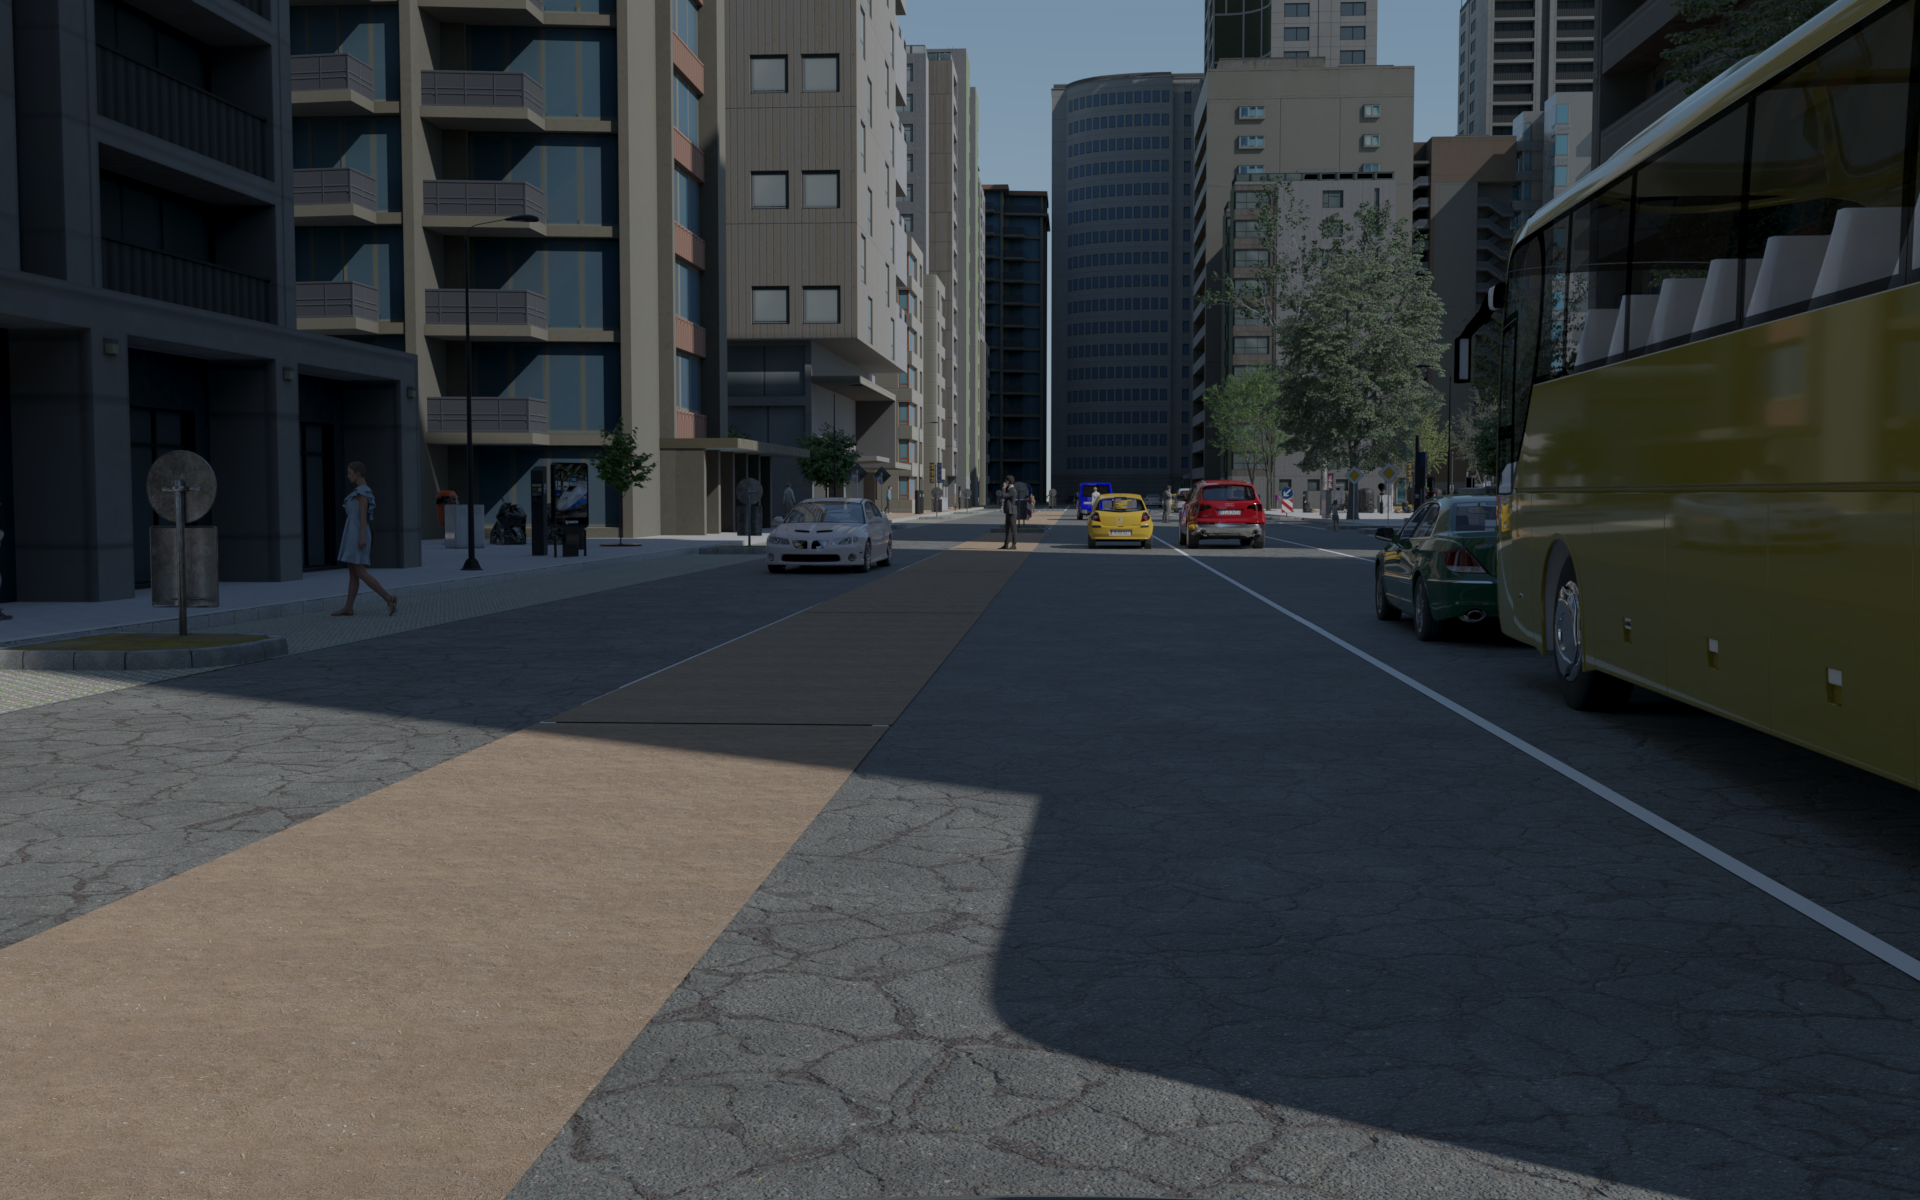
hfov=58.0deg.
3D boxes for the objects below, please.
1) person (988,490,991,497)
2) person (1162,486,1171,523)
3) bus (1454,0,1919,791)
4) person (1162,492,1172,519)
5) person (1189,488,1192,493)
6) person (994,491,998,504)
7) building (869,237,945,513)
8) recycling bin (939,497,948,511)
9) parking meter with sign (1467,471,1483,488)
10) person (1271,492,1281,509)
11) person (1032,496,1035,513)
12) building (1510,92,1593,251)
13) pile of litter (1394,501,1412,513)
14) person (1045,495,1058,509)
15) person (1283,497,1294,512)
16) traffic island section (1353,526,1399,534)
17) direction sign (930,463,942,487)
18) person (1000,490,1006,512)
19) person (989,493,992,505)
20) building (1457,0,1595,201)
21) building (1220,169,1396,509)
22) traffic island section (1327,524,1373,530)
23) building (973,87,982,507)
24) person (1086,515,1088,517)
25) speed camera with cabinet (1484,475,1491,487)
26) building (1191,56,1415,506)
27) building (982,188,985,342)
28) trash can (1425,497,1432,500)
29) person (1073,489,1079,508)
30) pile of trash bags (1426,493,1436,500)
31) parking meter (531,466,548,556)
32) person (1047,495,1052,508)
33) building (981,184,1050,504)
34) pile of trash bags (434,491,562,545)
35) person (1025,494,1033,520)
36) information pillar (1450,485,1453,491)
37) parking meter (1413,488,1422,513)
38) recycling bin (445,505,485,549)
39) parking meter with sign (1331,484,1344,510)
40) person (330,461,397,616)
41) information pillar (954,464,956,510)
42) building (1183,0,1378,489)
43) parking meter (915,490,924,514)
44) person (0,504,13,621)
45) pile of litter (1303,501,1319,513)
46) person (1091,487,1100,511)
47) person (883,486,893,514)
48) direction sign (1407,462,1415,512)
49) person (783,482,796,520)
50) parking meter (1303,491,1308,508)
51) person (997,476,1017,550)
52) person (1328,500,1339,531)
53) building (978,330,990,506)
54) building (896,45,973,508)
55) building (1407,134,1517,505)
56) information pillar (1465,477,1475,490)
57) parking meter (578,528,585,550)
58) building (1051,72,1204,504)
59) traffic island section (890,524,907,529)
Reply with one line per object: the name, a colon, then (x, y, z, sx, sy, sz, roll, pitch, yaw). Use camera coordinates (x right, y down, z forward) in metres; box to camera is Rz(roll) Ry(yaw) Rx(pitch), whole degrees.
person: (3.284, -12.294, 207.770, 1.217, 1.743, 0.721, 3, 5, 42)
person: (10.289, -4.750, 85.961, 0.447, 1.846, 0.655, -1, 4, -20)
bus: (4.921, -1.014, 8.131, 2.896, 3.916, 12.252, 0, 4, 5)
person: (11.782, -5.474, 98.226, 0.478, 1.798, 0.641, 3, 4, 38)
person: (15.066, -6.356, 112.402, 0.580, 1.828, 0.573, -1, 4, -21)
person: (4.600, -12.798, 216.120, 0.721, 1.723, 1.217, 3, 5, 40)
building: (-16.037, -17.542, 131.847, 27.650, 21.520, 28.899, 0, 4, 4)
recycling bin: (-1.390, -7.084, 128.385, 0.722, 1.027, 0.722, -2, 4, -35)
parking meter with sign: (39.613, -8.319, 132.278, 1.738, 3.016, 0.543, 0, 4, 2)
person: (26.922, -8.455, 147.504, 0.991, 1.433, 0.599, 3, 5, 41)
person: (5.593, -7.402, 133.791, 0.475, 1.303, 0.640, 1, 4, 20)
building: (80.661, -35.817, 205.210, 30.456, 49.044, 23.786, 0, 4, 4)
pile of litter: (29.358, -6.192, 115.198, 1.719, 0.858, 1.176, -2, 4, -29)
person: (8.831, -9.675, 166.631, 1.348, 1.831, 0.705, 0, 4, -4)
person: (22.619, -6.904, 119.197, 0.850, 1.792, 0.678, 3, 4, 36)
traffic island section: (15.720, -2.517, 63.439, 2.009, 0.180, 2.903, 0, 4, 4)
direction sign: (-1.746, -8.105, 124.507, 0.876, 3.537, 0.379, 0, 4, -7)
person: (3.457, -7.721, 134.834, 0.616, 1.811, 0.778, 2, 4, 35)
person: (3.612, -12.425, 212.411, 0.991, 1.433, 0.599, -3, 5, -40)
building: (79.851, -48.753, 235.370, 20.611, 71.187, 20.563, 0, 4, 4)
building: (31.445, -23.632, 158.077, 14.160, 30.474, 14.107, 0, 4, 4)
traffic island section: (16.268, -3.005, 71.405, 2.009, 0.180, 2.903, 0, 4, 4)
building: (-5.593, -29.714, 169.426, 14.154, 41.232, 14.086, 0, 4, 4)
person: (7.860, -6.188, 109.455, 0.659, 1.850, 0.755, -1, 4, -20)
speed camera with cabinet: (36.837, -7.683, 119.951, 0.660, 3.252, 2.038, 0, 4, -3)
building: (36.876, -34.603, 189.458, 21.300, 48.544, 21.600, 0, 4, 4)
building: (-4.005, -32.562, 215.983, 14.086, 41.232, 14.154, 0, 4, 4)
trash can: (21.023, -3.990, 76.893, 0.748, 1.137, 0.748, 0, 3, 0)
person: (7.817, -6.426, 113.680, 0.709, 1.813, 0.853, -1, 4, -10)
pile of trash bags: (26.155, -5.005, 91.583, 3.447, 1.369, 1.912, 3, 5, 39)
parking meter: (-8.764, -1.857, 36.075, 0.255, 1.863, 0.399, 0, 4, 2)
person: (9.572, -10.572, 182.133, 1.217, 1.735, 0.721, -3, 4, -38)
building: (-1.967, -35.944, 242.304, 28.867, 44.769, 22.147, 0, 4, 4)
pile of trash bags: (-11.706, -2.118, 44.383, 3.447, 1.369, 1.912, 0, 4, -7)
person: (3.652, -5.228, 93.890, 0.656, 1.842, 0.836, 1, 4, 16)
information pillar: (40.948, -8.565, 144.531, 0.304, 2.012, 0.304, -1, 4, -14)
parking meter: (20.574, -4.249, 77.889, 0.372, 1.533, 0.369, 0, 3, 0)
recycling bin: (-11.724, -1.739, 40.986, 0.722, 1.027, 0.722, -3, 4, -37)
parking meter with sign: (29.536, -8.494, 135.140, 1.738, 3.016, 0.543, 0, 4, 7)
person: (-6.976, -0.714, 20.267, 0.778, 1.811, 0.616, 0, 4, -3)
information pillar: (-0.373, -8.883, 136.598, 0.183, 3.616, 0.504, 0, 4, 1)
building: (38.169, -47.189, 209.794, 20.563, 71.187, 20.611, 0, 4, 4)
parking meter: (-2.571, -6.432, 113.575, 0.372, 1.533, 0.369, 0, 3, 0)
person: (-9.785, -0.439, 17.507, 0.425, 1.301, 0.394, 3, 5, 40)
pile of litter: (24.014, -6.405, 118.681, 1.176, 0.858, 1.719, 2, 4, 25)
person: (7.180, -5.069, 91.600, 0.478, 1.798, 0.641, 0, 4, 8)
person: (-4.686, -6.498, 112.312, 0.620, 1.820, 0.660, -1, 4, -14)
direction sign: (31.645, -7.895, 121.082, 0.876, 3.537, 0.379, -1, 4, -11)
person: (-7.535, -4.261, 75.928, 0.641, 1.798, 0.478, -3, 5, -44)
parking meter: (24.829, -7.102, 124.530, 0.372, 1.533, 0.369, 0, 3, 0)
person: (1.229, -2.232, 44.348, 0.474, 1.900, 0.648, -1, 4, -9)
person: (14.339, -3.239, 66.474, 0.505, 1.210, 0.382, 3, 4, 38)
building: (-11.291, -21.221, 192.010, 27.650, 21.520, 28.899, 0, 4, 4)
building: (-6.555, -28.820, 154.794, 14.154, 41.232, 14.086, 0, 4, 4)
building: (58.754, -34.379, 212.211, 14.200, 45.320, 14.600, 0, 4, 4)
information pillar: (21.464, -4.184, 72.899, 0.304, 2.012, 0.304, 3, 5, 40)
parking meter: (-8.840, -1.928, 39.933, 0.372, 1.533, 0.369, 0, 3, 0)
building: (26.715, -42.670, 239.656, 28.212, 58.520, 21.231, 0, 4, 4)
traffic island section: (-3.326, -3.087, 72.754, 2.009, 0.180, 2.903, 0, 4, 4)
